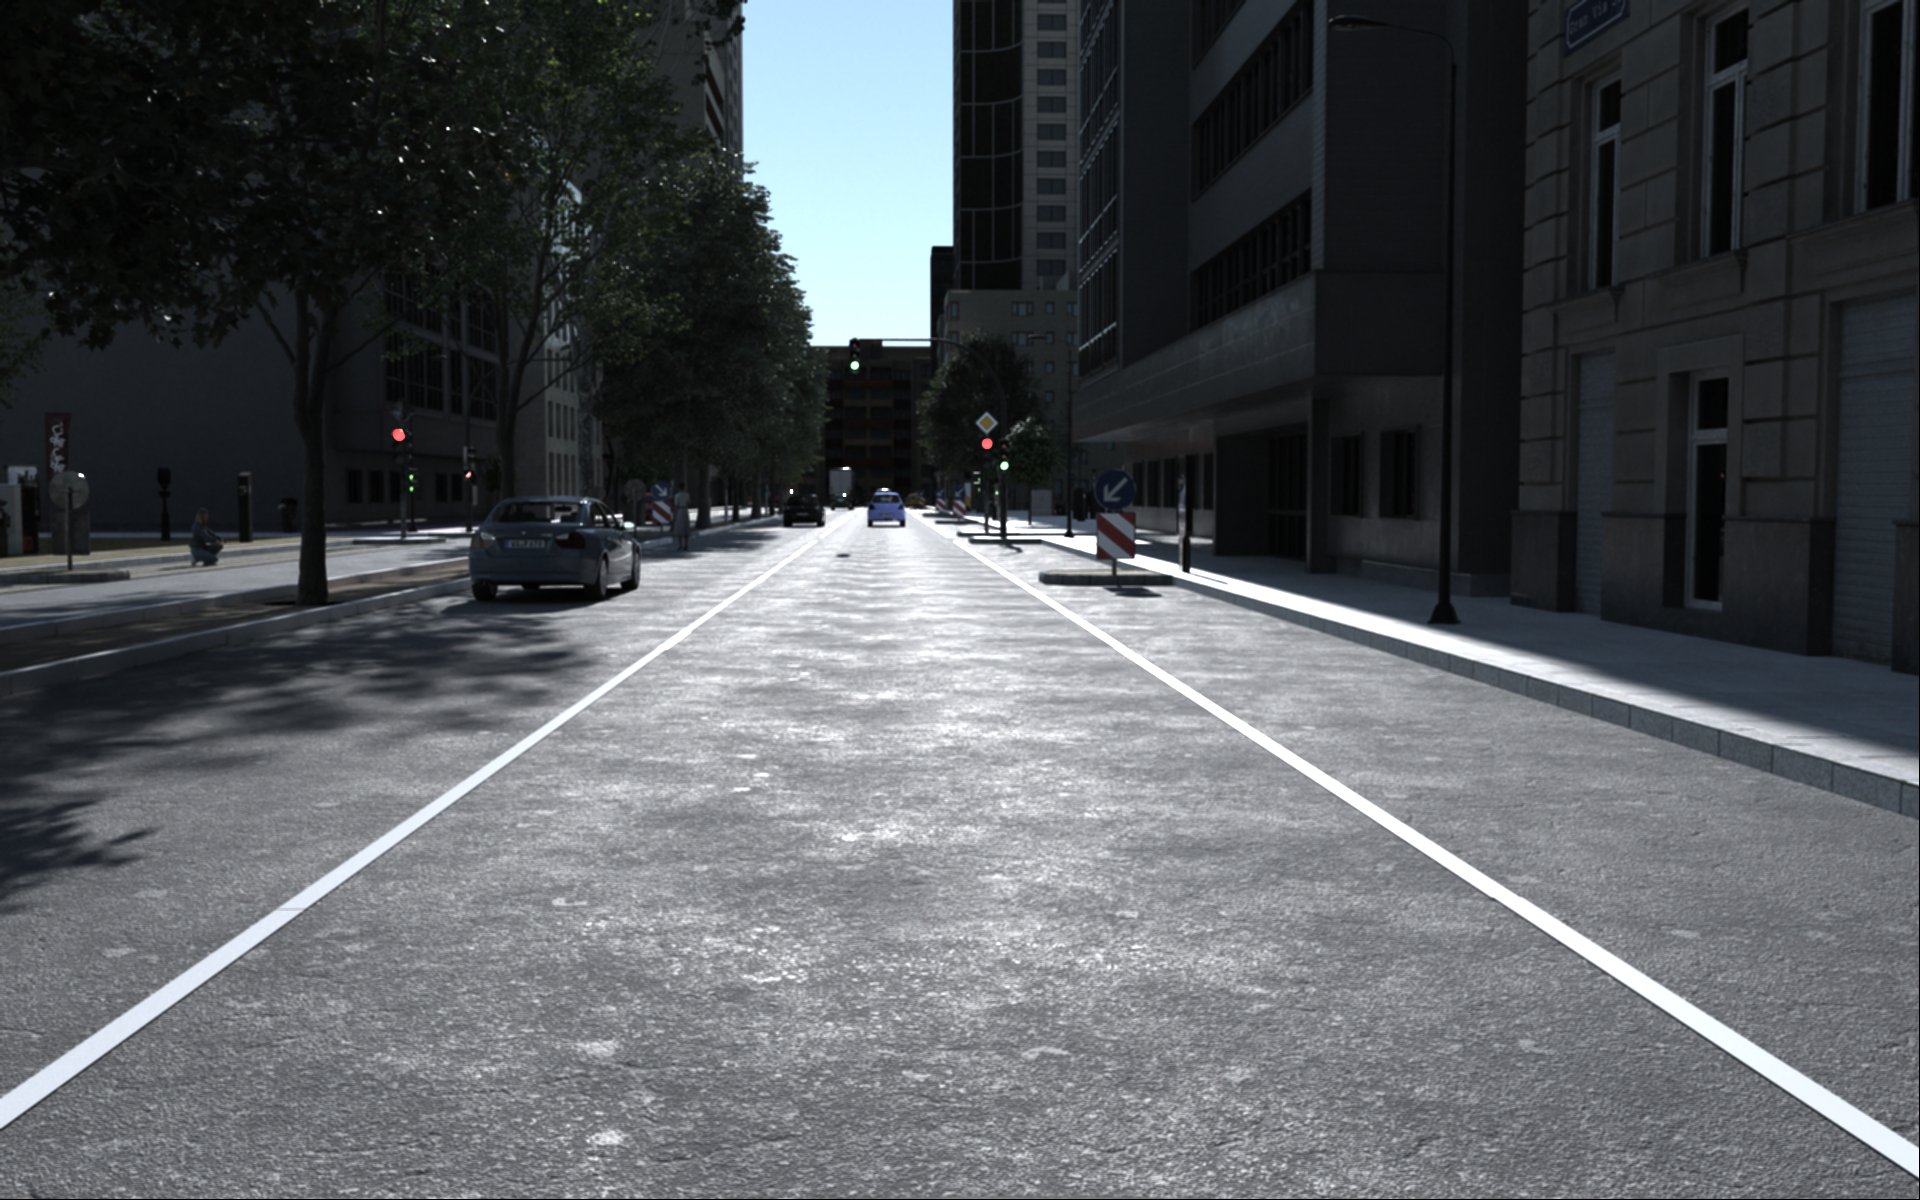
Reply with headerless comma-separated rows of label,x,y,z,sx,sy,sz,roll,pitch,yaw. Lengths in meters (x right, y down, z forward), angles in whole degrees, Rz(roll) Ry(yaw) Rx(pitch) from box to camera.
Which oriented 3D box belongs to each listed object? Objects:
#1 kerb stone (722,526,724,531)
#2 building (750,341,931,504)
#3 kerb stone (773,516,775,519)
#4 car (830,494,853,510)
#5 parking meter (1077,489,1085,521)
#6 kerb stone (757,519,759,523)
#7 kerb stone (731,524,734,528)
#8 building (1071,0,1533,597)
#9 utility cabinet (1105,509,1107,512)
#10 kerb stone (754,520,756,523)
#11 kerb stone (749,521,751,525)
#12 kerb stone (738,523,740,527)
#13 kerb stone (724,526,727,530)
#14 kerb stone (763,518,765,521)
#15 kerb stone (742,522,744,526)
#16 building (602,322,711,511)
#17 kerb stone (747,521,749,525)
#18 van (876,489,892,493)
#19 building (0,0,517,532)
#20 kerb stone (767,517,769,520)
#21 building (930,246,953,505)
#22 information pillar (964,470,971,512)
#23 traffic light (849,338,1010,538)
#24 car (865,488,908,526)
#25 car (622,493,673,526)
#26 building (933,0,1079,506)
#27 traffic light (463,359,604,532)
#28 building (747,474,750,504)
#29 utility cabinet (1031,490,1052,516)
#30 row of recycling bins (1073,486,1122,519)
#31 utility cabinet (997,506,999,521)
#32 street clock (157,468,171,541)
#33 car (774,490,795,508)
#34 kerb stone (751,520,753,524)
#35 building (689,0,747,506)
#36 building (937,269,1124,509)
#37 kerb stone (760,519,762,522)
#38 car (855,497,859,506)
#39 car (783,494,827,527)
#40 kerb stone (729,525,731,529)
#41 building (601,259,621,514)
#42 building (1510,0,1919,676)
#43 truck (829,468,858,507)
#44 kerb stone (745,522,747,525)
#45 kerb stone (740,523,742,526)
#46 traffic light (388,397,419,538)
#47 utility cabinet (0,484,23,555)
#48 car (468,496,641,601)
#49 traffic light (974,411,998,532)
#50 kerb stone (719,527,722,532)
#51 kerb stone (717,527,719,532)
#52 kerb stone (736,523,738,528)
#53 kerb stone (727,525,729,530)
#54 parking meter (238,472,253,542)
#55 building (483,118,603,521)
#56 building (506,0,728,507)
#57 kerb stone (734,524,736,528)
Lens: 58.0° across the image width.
kerb stone,-9.283,-2.723,66.715,0.120,0.150,1.000,0,4,-3
building,-12.177,-23.617,231.173,28.899,21.520,27.650,0,4,-3
kerb stone,-10.664,-4.602,97.433,0.120,0.150,1.000,0,4,-3
car,-10.647,-8.800,155.675,2.131,1.459,4.920,0,4,-2
parking meter,5.706,-4.473,81.540,0.372,1.533,0.369,0,3,0
kerb stone,-10.117,-3.844,85.135,0.120,0.150,1.000,0,4,-3
kerb stone,-9.464,-2.974,70.816,0.120,0.150,1.000,0,4,-3
building,10.980,-13.260,35.870,14.314,24.678,30.058,0,4,-3
utility cabinet,7.553,-4.987,92.692,1.020,1.237,0.306,-2,4,-25
kerb stone,-10.017,-3.723,83.088,0.120,0.150,1.000,0,4,-3
kerb stone,-9.878,-3.536,80.025,0.120,0.150,1.000,0,4,-3
kerb stone,-9.604,-3.161,73.883,0.120,0.150,1.000,0,4,-3
kerb stone,-9.330,-2.785,67.736,0.120,0.150,1.000,0,4,-3
kerb stone,-10.288,-4.099,89.238,0.120,0.150,1.000,0,4,-3
kerb stone,-9.690,-3.287,75.932,0.120,0.150,1.000,0,4,-3
building,-36.534,-18.467,146.971,27.650,21.520,28.899,0,4,-3
kerb stone,-9.842,-3.471,78.996,0.120,0.150,1.000,0,4,-3
van,-6.590,-8.714,149.488,2.013,2.044,4.112,0,4,-3
building,-27.426,-16.872,69.366,14.314,27.812,24.014,0,4,-3
kerb stone,-10.427,-4.289,92.312,0.120,0.150,1.000,0,4,-3
building,3.488,-26.379,202.999,14.160,30.474,14.107,0,4,-3
information pillar,0.573,-8.272,126.603,0.504,3.616,0.183,-2,4,-24
traffic light,-0.840,-4.645,50.611,4.771,5.953,1.251,0,4,-3
car,-3.313,-4.179,77.910,1.945,1.707,3.694,0,4,-3
car,-14.345,-4.318,79.642,2.155,1.783,4.494,0,4,-1
building,7.664,-45.648,184.600,20.563,71.187,20.611,0,4,-3
traffic light,-14.370,-5.106,58.157,4.771,5.953,1.251,0,4,-3
building,-42.122,-23.533,229.805,28.899,21.520,27.650,0,4,-3
utility cabinet,4.714,-5.607,100.345,1.173,1.500,0.318,0,4,0
row of recycling bins,7.558,-5.017,89.146,3.534,1.692,1.069,1,4,8
utility cabinet,1.966,-4.463,81.647,0.318,1.500,1.173,1,4,11
street clock,-21.835,-2.629,47.555,0.358,2.002,0.471,-3,5,-40
car,-17.818,-10.316,177.337,2.281,1.827,5.304,0,4,-2
kerb stone,-9.922,-3.594,81.046,0.120,0.150,1.000,0,4,-3
building,-35.621,-46.421,197.236,20.611,71.187,20.563,0,4,-3
building,12.125,-19.360,161.582,27.650,21.520,28.899,0,4,-3
kerb stone,-10.200,-3.975,87.183,0.120,0.150,1.000,0,4,-3
car,-13.098,-11.909,207.075,2.083,1.381,4.827,0,4,-3
car,-6.943,-4.133,77.360,2.009,1.686,4.222,0,4,-2
kerb stone,-9.416,-2.911,69.794,0.120,0.150,1.000,0,4,-3
building,-29.884,-14.673,107.350,16.820,18.784,16.811,0,4,-3
building,12.572,-12.856,7.461,12.463,27.353,25.104,0,4,-3
truck,-13.087,-12.558,194.241,2.839,4.237,11.283,0,4,-1
kerb stone,-9.785,-3.408,77.975,0.120,0.150,1.000,0,4,-3
kerb stone,-9.649,-3.224,74.905,0.120,0.150,1.000,0,4,-3
traffic light,-16.097,-3.739,50.051,0.839,4.253,0.868,0,4,-3
utility cabinet,-20.288,-1.685,36.229,1.173,1.500,0.318,0,4,1
car,-5.698,-0.771,24.616,2.014,1.417,4.499,0,4,-1
traffic light,0.887,-4.275,58.823,0.839,4.253,0.868,0,4,-3
kerb stone,-9.234,-2.660,65.694,0.120,0.150,1.000,0,4,-3
kerb stone,-9.186,-2.598,64.673,0.120,0.150,1.000,0,4,-3
kerb stone,-9.548,-3.097,72.863,0.120,0.150,1.000,0,4,-3
kerb stone,-9.369,-2.849,68.769,0.120,0.150,1.000,0,4,-3
parking meter,-19.017,-2.469,46.081,0.255,1.863,0.399,0,4,-6
building,-25.366,-14.423,90.559,10.420,20.320,16.860,0,4,-3
building,-34.783,-33.502,171.452,21.300,48.544,21.600,0,4,-3
kerb stone,-9.518,-3.036,71.840,0.120,0.150,1.000,0,4,-3
